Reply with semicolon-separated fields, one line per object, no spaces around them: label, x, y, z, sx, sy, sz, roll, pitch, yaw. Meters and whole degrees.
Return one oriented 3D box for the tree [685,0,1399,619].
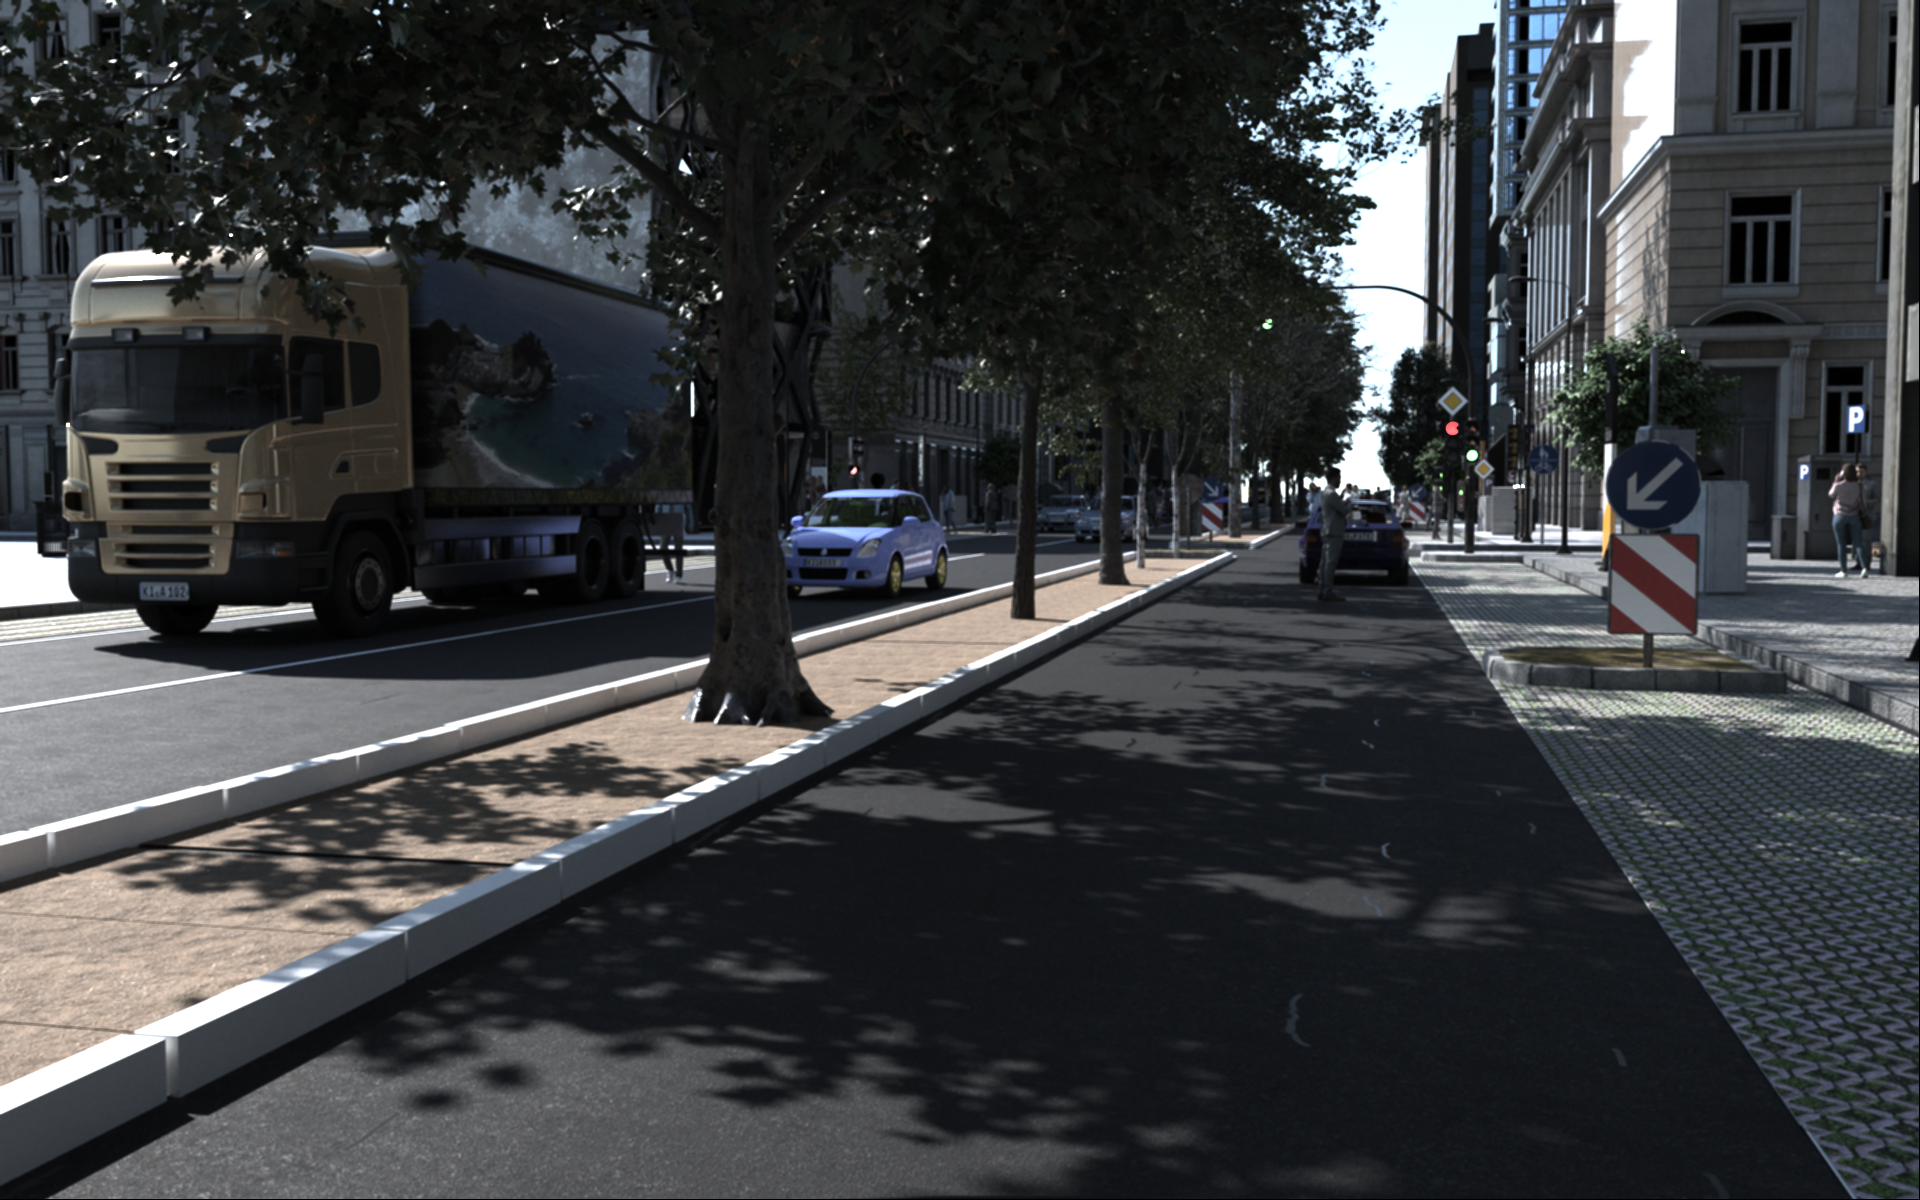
tree;0.620;-5.034;19.173;8.767;10.594;7.601;1;4;13

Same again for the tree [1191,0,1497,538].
tree;9.972;-12.022;54.898;12.611;20.169;13.585;0;3;0

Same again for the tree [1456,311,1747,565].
tree;12.213;-2.911;31.316;4.285;4.588;4.351;0;3;0

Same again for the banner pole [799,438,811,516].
banner pole;-6.339;-4.936;70.723;0.863;3.779;0.401;-3;4;-36

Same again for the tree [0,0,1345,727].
tree;-1.369;-5.577;10.648;9.611;12.733;9.660;0;3;0

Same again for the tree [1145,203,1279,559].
tree;4.736;-5.196;37.767;4.360;8.622;3.978;0;3;0

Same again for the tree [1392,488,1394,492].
tree;67.486;-16.692;267.515;1.663;3.219;1.824;0;3;0

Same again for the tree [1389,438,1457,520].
tree;24.620;-6.342;87.404;4.285;4.588;4.351;0;3;0

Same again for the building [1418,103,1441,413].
building;74.848;-38.988;226.693;28.713;52.752;27.495;1;4;13

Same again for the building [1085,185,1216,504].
building;21.689;-34.798;223.569;22.147;44.769;28.867;1;4;13

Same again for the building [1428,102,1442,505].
building;56.960;-32.370;179.366;14.600;45.320;14.200;1;4;13

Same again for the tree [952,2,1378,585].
tree;2.407;-6.480;26.530;7.486;12.596;7.792;0;3;0

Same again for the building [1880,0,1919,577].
building;22.702;-23.846;13.583;21.300;48.544;21.600;1;4;13

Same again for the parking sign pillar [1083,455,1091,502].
parking sign pillar;8.420;-7.734;114.921;1.447;3.967;1.447;1;4;8

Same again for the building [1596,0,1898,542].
building;30.092;-16.191;50.632;20.117;28.700;13.634;1;4;13

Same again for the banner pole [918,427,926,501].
banner pole;-1.403;-4.574;64.807;0.401;3.779;0.863;-1;4;-23

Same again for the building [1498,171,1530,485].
building;38.345;-17.080;98.335;14.460;24.649;34.723;1;4;13

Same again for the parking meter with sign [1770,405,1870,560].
parking meter with sign;16.818;-2.305;33.948;1.738;3.016;0.543;-1;4;-10

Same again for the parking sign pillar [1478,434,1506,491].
parking sign pillar;23.846;-5.456;77.685;1.447;3.967;1.447;-2;4;-34

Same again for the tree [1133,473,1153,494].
tree;14.076;-8.494;133.484;1.663;3.219;1.824;0;3;0

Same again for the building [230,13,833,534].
building;-13.383;-11.905;62.103;16.820;18.784;16.811;1;4;13

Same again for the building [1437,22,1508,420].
building;53.961;-31.523;165.510;14.600;45.320;14.200;1;4;13

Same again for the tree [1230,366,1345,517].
tree;19.978;-10.863;105.829;9.928;11.665;9.643;0;3;0

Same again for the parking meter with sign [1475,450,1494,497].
parking meter with sign;20.557;-4.369;67.698;0.543;3.016;1.738;0;4;2

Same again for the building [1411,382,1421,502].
building;81.235;-25.122;255.783;27.650;21.520;28.899;1;4;13

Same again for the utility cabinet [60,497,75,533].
utility cabinet;-29.329;-2.816;57.204;0.306;1.237;1.020;0;4;-3

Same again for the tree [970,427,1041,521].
tree;2.256;-6.150;84.265;4.285;4.588;4.351;0;3;0

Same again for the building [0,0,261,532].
building;-32.360;-13.091;63.181;18.267;20.994;9.793;1;4;13

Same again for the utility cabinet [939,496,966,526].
utility cabinet;-0.340;-3.584;69.758;1.020;1.237;0.306;-3;4;-37

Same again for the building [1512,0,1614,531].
building;30.241;-13.968;70.181;13.314;21.916;24.055;1;4;13

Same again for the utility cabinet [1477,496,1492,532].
utility cabinet;17.979;-2.941;59.244;0.306;1.237;1.020;0;4;1

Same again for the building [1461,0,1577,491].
building;52.718;-50.672;141.160;22.319;86.520;31.000;1;4;13

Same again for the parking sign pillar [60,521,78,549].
parking sign pillar;-20.341;-3.188;40.590;1.447;3.967;1.447;3;5;44

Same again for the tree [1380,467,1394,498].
tree;64.460;-18.861;258.739;4.737;8.622;4.395;0;3;0

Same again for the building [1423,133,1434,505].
building;63.132;-34.138;208.265;14.600;45.320;14.200;1;4;13

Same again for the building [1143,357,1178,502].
building;15.120;-32.406;179.942;14.600;45.320;14.200;1;4;13

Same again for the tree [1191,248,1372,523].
tree;15.544;-10.731;84.557;9.857;13.997;8.962;0;3;0

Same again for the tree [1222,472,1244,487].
tree;34.831;-14.624;222.808;4.285;4.588;4.351;0;3;0

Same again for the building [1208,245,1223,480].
building;29.561;-34.267;243.862;14.154;41.232;14.086;1;4;13

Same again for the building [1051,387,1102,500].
building;1.202;-42.564;134.176;20.563;71.187;20.611;1;4;13

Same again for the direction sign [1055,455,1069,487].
direction sign;5.826;-6.563;99.300;0.876;3.537;0.379;-2;4;-25

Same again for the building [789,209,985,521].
building;-5.317;-14.360;83.929;9.793;20.994;18.267;1;4;13

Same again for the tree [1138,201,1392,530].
tree;11.762;-9.535;68.730;12.009;13.543;11.850;0;3;0

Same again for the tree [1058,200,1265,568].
tree;3.491;-4.922;33.293;4.737;8.622;4.395;0;3;0

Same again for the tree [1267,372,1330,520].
tree;18.972;-8.913;98.539;4.737;8.622;4.395;0;3;0

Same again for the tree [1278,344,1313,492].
tree;13.675;-7.591;76.924;4.360;8.622;3.978;0;3;0

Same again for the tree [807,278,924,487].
tree;-3.195;-6.519;56.944;4.737;8.622;4.395;0;3;0

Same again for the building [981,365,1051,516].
building;-2.250;-16.097;104.986;13.314;21.916;24.055;1;4;13

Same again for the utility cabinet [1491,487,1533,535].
utility cabinet;16.927;-2.717;53.109;1.173;1.500;0.318;1;4;15

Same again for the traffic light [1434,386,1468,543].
traffic light;12.795;-3.439;45.148;0.839;4.253;0.868;1;4;13

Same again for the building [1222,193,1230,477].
building;30.581;-39.020;261.683;21.300;48.544;21.600;1;4;13

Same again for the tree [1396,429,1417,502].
tree;42.513;-13.006;163.008;4.360;8.622;3.978;0;3;0
